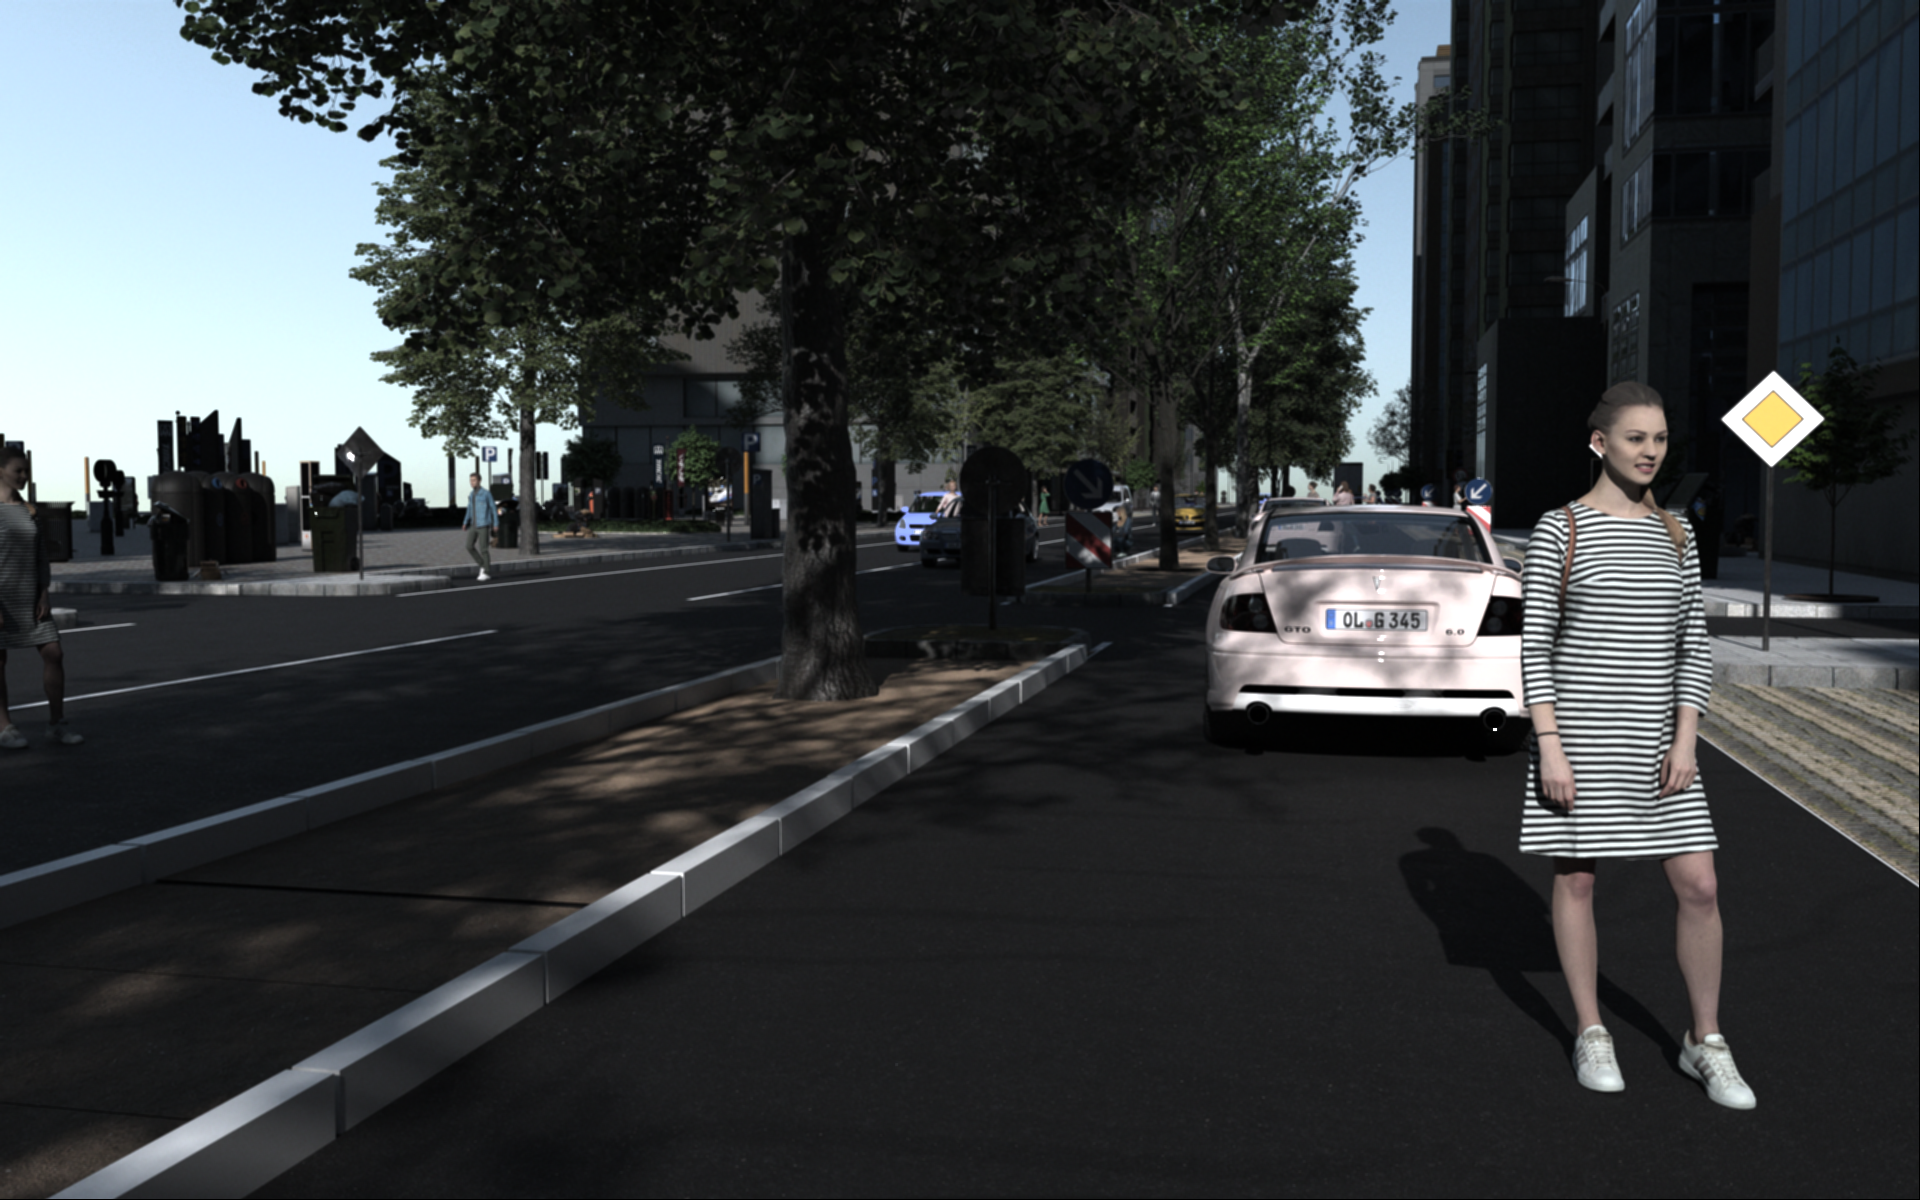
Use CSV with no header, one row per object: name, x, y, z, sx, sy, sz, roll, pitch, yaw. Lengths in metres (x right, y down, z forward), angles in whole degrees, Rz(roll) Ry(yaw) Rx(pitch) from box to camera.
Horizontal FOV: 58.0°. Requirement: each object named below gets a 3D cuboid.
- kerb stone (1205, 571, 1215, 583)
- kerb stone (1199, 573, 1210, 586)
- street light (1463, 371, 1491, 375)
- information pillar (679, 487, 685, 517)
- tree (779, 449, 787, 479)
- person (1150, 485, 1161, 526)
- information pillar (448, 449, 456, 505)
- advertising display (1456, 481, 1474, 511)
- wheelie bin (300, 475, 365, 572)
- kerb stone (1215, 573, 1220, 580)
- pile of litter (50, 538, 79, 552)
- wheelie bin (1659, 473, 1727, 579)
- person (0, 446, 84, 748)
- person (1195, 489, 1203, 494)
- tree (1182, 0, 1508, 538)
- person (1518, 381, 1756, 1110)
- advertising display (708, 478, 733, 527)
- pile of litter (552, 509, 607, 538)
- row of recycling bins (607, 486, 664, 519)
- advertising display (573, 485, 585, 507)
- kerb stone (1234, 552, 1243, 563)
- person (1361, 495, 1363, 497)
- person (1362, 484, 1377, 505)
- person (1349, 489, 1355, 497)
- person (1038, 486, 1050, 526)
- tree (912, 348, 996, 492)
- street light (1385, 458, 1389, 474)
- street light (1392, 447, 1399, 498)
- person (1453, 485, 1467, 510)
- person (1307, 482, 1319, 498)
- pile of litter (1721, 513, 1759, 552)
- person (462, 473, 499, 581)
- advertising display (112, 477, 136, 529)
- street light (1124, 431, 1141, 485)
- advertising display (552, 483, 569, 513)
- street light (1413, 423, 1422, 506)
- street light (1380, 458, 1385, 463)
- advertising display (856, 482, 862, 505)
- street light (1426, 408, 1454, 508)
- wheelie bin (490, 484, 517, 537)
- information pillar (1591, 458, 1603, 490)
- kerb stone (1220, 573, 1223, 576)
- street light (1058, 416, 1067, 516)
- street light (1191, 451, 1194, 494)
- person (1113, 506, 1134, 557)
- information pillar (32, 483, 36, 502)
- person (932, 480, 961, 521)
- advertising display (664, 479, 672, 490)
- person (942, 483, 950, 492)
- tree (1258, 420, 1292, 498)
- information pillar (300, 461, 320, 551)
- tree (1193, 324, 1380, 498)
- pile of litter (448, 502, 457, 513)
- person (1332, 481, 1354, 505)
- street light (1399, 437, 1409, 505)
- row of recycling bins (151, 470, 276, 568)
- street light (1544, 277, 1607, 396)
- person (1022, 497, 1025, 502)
kerb stone,3.975,-0.347,27.937,0.120,0.150,1.000,1,4,13
kerb stone,3.743,-0.290,26.937,0.120,0.150,1.000,1,4,13
street light,19.691,-5.680,65.408,1.470,5.913,1.316,1,4,13
information pillar,-15.767,-5.729,98.156,0.304,2.012,0.304,0,4,1
tree,-7.640,-6.416,88.620,4.285,4.588,4.351,0,3,0
person,8.805,-4.222,77.379,0.661,1.843,0.795,2,4,25
information pillar,-26.435,-6.040,90.115,0.183,3.616,0.504,1,4,17
advertising display,24.066,-4.717,82.340,0.974,1.923,0.123,0,4,3
wheelie bin,-10.292,-1.262,28.546,0.980,1.594,0.693,0,4,2
kerb stone,4.200,-0.408,28.934,0.120,0.150,1.000,1,4,13
pile of litter,-20.441,-1.488,38.294,1.719,0.858,1.176,-1,4,-22
wheelie bin,11.185,-1.129,26.361,0.693,1.594,0.980,0,4,-7
person,-5.372,-0.020,9.828,0.522,1.701,0.512,1,4,23
person,15.003,-6.091,108.894,0.742,1.727,0.445,3,4,36
tree,10.085,-11.974,54.120,12.611,20.169,13.585,0,3,0
person,1.603,0.323,4.215,0.512,1.701,0.522,0,4,-5
advertising display,-9.474,-3.866,68.421,0.974,1.923,0.123,0,4,-1
pile of litter,-11.240,-2.268,51.046,1.719,0.858,1.176,3,4,37
row of recycling bins,-17.005,-5.131,91.002,3.534,1.692,1.069,1,4,21
advertising display,-20.558,-5.398,93.470,0.123,1.923,0.974,1,4,22
kerb stone,5.995,-0.901,36.925,0.120,0.150,1.000,1,4,13
person,56.991,-14.517,246.648,0.742,1.727,0.445,-1,4,-19
person,14.573,-3.232,61.697,0.532,1.782,0.716,1,4,11
person,24.555,-6.122,109.320,0.721,1.743,1.217,-2,4,-32
person,3.758,-4.236,78.004,0.529,1.795,0.600,-1,4,-12
tree,-0.405,-8.329,86.536,4.737,8.622,4.395,0,3,0
street light,48.419,-13.486,193.032,1.470,5.913,1.316,1,4,13
street light,43.081,-12.028,169.203,1.470,5.913,1.316,1,4,13
person,16.916,-3.030,58.616,0.524,1.755,0.480,0,4,2
person,9.850,-2.445,48.813,0.374,1.781,0.599,-2,4,-31
pile of litter,17.557,-1.526,38.913,1.176,0.858,1.719,-2,4,-29
person,-7.958,-1.221,28.804,0.601,1.785,0.444,2,4,35
advertising display,-31.019,-3.613,64.279,0.974,1.923,0.123,1,4,19
street light,12.756,-9.546,128.611,1.470,5.913,1.316,1,4,13
advertising display,-23.937,-6.033,103.852,0.974,1.923,0.123,0,4,5
street light,30.295,-8.586,112.924,1.470,5.913,1.316,1,4,13
street light,54.785,-15.235,221.628,1.470,5.913,1.316,1,4,13
advertising display,-5.281,-5.100,88.600,0.123,1.923,0.974,1,4,20
street light,26.076,-7.412,93.719,1.470,5.913,1.316,1,4,13
wheelie bin,-13.706,-2.685,51.807,0.980,1.594,0.693,0,4,-3
information pillar,13.129,-1.896,35.485,0.304,2.012,0.304,-3,4,-39
kerb stone,4.417,-0.473,29.938,0.120,0.150,1.000,1,4,13
street light,6.387,-7.834,100.627,1.470,5.913,1.316,1,4,13
street light,24.946,-12.851,182.650,1.470,5.913,1.316,1,4,13
person,3.660,-1.566,39.610,0.738,1.151,1.012,-1,4,-19
information pillar,-59.497,-6.521,111.114,0.304,2.012,0.304,0,4,-1
person,-0.342,-1.824,38.997,0.731,1.740,0.598,-3,5,-39
advertising display,-12.901,-4.363,76.546,0.123,1.923,0.974,0,4,5
person,-0.372,-2.940,56.745,0.590,1.801,0.661,0,4,-6
tree,15.493,-8.047,84.392,4.737,8.622,4.395,0,3,0
information pillar,-14.592,-2.106,38.922,0.304,2.012,0.304,2,4,23
tree,17.431,-10.575,92.373,9.611,12.733,9.660,0,3,0
pile of litter,-26.002,-4.527,87.976,1.176,0.858,1.719,-1,4,-12
person,9.515,-2.047,42.552,0.593,1.750,0.643,-2,4,-28
street light,36.717,-10.297,140.897,1.470,5.913,1.316,1,4,13
row of recycling bins,-13.649,-1.502,31.671,1.069,1.692,3.534,0,4,4
street light,13.194,-3.949,37.106,1.470,5.913,1.316,1,4,13
person,2.727,-4.252,78.566,0.519,1.759,0.362,-1,4,-14
